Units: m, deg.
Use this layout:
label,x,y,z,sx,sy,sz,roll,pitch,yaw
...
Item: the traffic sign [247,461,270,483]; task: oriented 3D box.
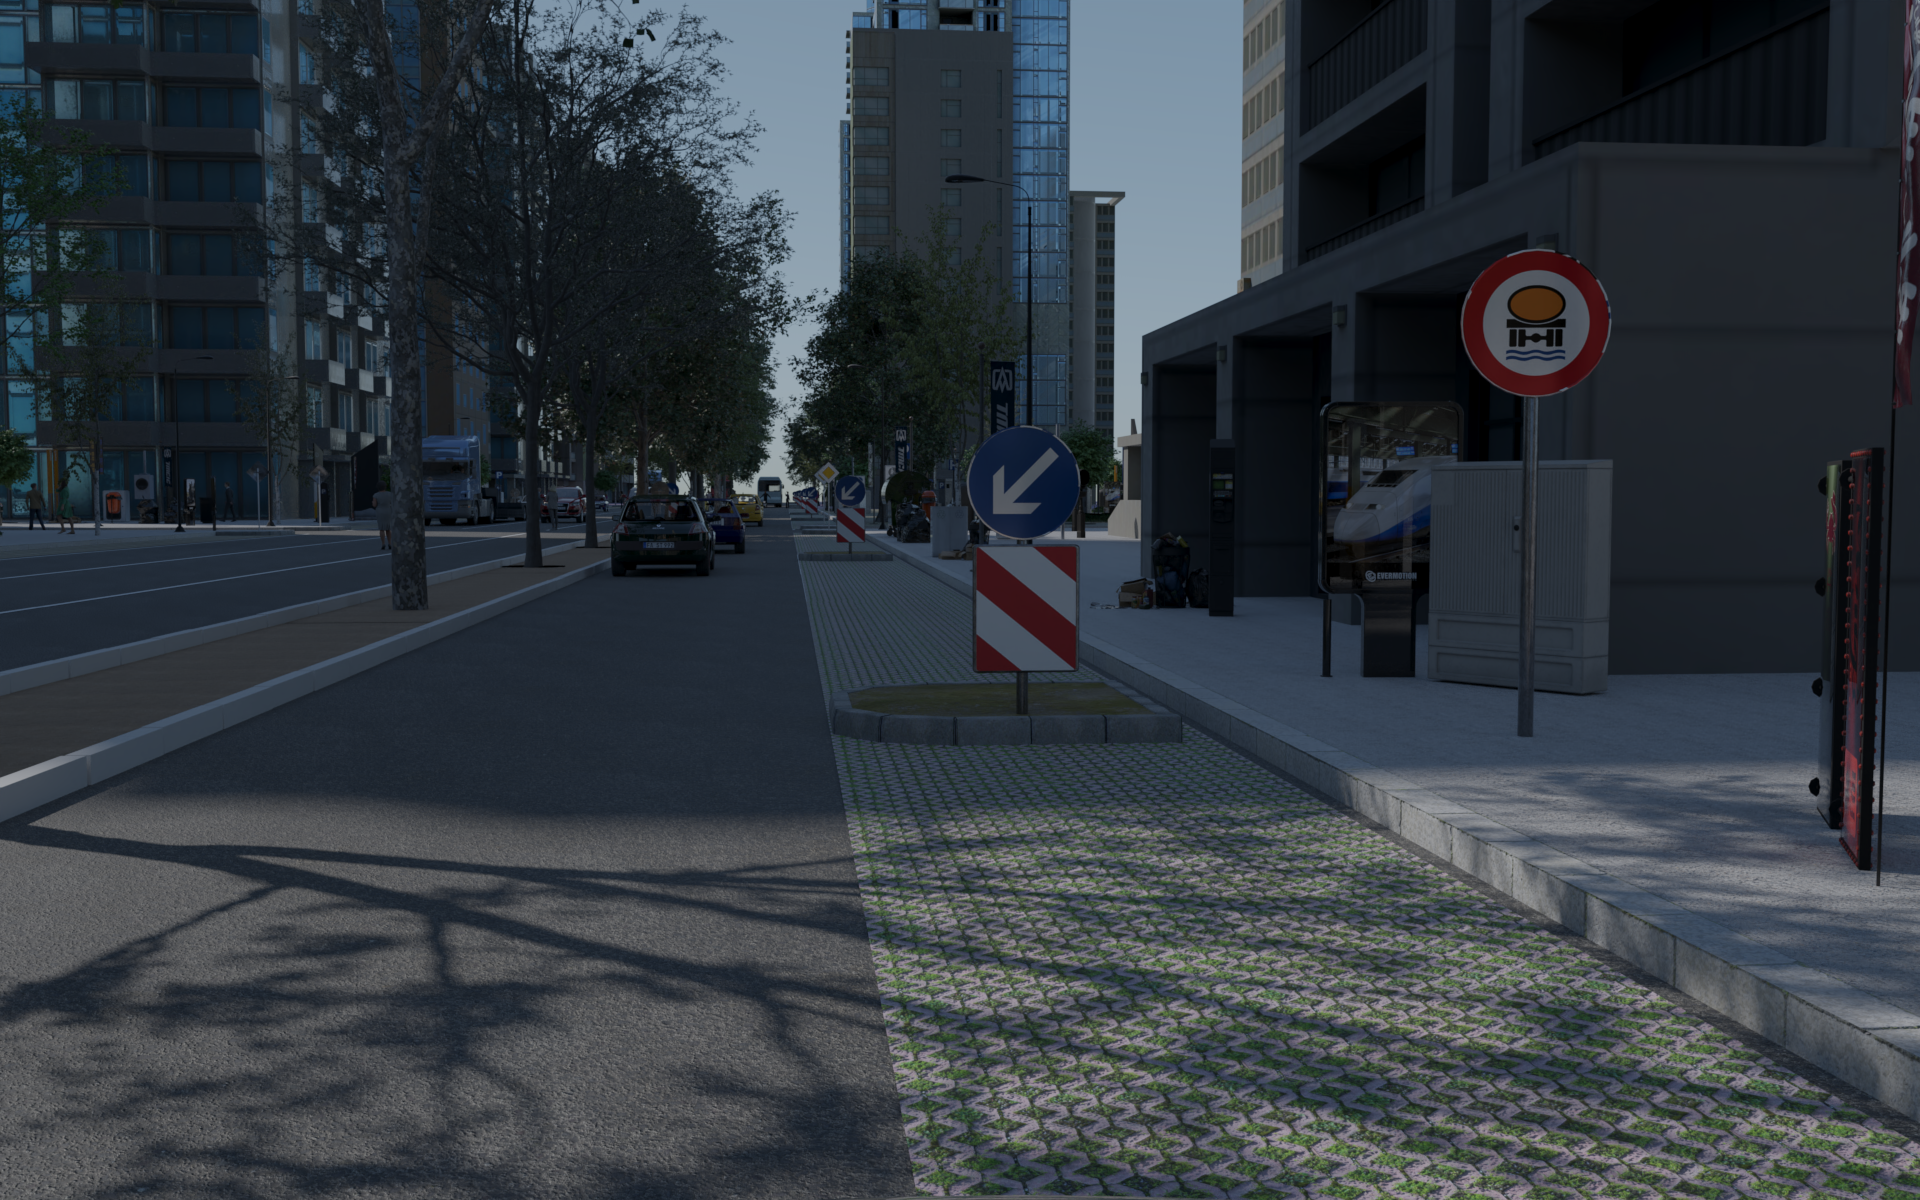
label,x,y,z,sx,sy,sz,roll,pitch,yaw
traffic sign,-24.511,-3.566,60.490,0.795,2.593,0.064,0,4,-6

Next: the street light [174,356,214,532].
label,x,y,z,sx,sy,sz,roll,pitch,yaw
street light,-25.755,-5.242,58.247,1.470,5.913,1.316,0,4,-6

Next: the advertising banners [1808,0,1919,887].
label,x,y,z,sx,sy,sz,roll,pitch,yaw
advertising banners,3.176,-0.604,6.058,0.090,3.025,2.074,1,4,20

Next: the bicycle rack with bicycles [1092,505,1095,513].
label,x,y,z,sx,sy,sz,roll,pitch,yaw
bicycle rack with bicycles,7.041,-5.690,106.413,2.852,0.926,2.925,1,4,19

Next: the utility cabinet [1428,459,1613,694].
label,x,y,z,sx,sy,sz,roll,pitch,yaw
utility cabinet,3.672,-0.169,11.443,0.318,1.500,1.173,-3,4,-39

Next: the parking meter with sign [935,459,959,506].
label,x,y,z,sx,sy,sz,roll,pitch,yaw
parking meter with sign,-0.759,-5.493,86.072,0.543,3.016,1.738,2,4,32

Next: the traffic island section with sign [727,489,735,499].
label,x,y,z,sx,sy,sz,roll,pitch,yaw
traffic island section with sign,-19.077,-8.328,144.297,2.006,1.907,1.989,0,4,-6

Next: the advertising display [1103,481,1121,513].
label,x,y,z,sx,sy,sz,roll,pitch,yaw
advertising display,7.793,-5.113,88.818,0.974,1.923,0.123,-2,4,-27

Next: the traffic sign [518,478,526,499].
label,x,y,z,sx,sy,sz,roll,pitch,yaw
traffic sign,-34.543,-8.354,136.688,0.768,2.556,0.104,0,4,3

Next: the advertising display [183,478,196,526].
label,x,y,z,sx,sy,sz,roll,pitch,yaw
advertising display,-31.194,-3.972,70.153,0.123,1.923,0.974,0,4,-5

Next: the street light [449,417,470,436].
label,x,y,z,sx,sy,sz,roll,pitch,yaw
street light,-30.308,-8.089,104.803,1.470,5.913,1.316,0,4,-6

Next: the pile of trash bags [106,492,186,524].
label,x,y,z,sx,sy,sz,roll,pitch,yaw
pile of trash bags,-35.324,-4.006,75.250,3.447,1.369,1.912,0,4,-2

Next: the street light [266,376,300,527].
label,x,y,z,sx,sy,sz,roll,pitch,yaw
street light,-26.718,-5.861,68.365,1.470,5.913,1.316,0,4,-6

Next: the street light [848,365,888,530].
label,x,y,z,sx,sy,sz,roll,pitch,yaw
street light,-3.322,-5.490,62.307,1.470,5.913,1.316,0,4,-6

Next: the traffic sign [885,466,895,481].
label,x,y,z,sx,sy,sz,roll,pitch,yaw
traffic sign,-2.370,-3.640,61.636,0.606,2.300,0.079,0,4,-4

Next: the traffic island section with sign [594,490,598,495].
label,x,y,z,sx,sy,sz,roll,pitch,yaw
traffic island section with sign,-35.324,-9.730,167.712,1.989,1.847,2.006,0,4,-6

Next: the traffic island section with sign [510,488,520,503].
label,x,y,z,sx,sy,sz,roll,pitch,yaw
traffic island section with sign,-30.338,-6.696,118.109,1.989,1.847,2.006,0,4,-6

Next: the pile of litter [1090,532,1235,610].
label,x,y,z,sx,sy,sz,roll,pitch,yaw
pile of litter,2.291,-0.354,19.749,1.719,0.858,1.176,0,4,3

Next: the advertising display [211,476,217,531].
label,x,y,z,sx,sy,sz,roll,pitch,yaw
advertising display,-26.092,-3.386,60.567,0.123,1.923,0.974,-1,4,-21

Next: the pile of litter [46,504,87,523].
label,x,y,z,sx,sy,sz,roll,pitch,yaw
pile of litter,-39.355,-3.822,76.458,1.719,0.858,1.176,0,4,-3

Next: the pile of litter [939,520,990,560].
label,x,y,z,sx,sy,sz,roll,pitch,yaw
pile of litter,0.182,-1.219,33.888,1.176,0.858,1.719,-1,4,-11

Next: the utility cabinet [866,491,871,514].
label,x,y,z,sx,sy,sz,roll,pitch,yaw
utility cabinet,-6.277,-6.234,110.607,1.173,1.500,0.318,-2,4,-26

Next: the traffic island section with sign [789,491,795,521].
label,x,y,z,sx,sy,sz,roll,pitch,yaw
traffic island section with sign,-8.058,-5.140,92.672,1.989,1.847,2.006,0,4,-6

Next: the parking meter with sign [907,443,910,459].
label,x,y,z,sx,sy,sz,roll,pitch,yaw
parking meter with sign,-1.786,-3.804,58.458,0.543,3.016,1.738,-1,4,-12

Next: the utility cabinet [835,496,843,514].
label,x,y,z,sx,sy,sz,roll,pitch,yaw
utility cabinet,-7.707,-6.109,111.043,0.306,1.237,1.020,1,4,21

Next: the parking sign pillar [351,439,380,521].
label,x,y,z,sx,sy,sz,roll,pitch,yaw
parking sign pillar,-29.007,-5.877,84.557,1.447,3.967,1.447,0,4,-6

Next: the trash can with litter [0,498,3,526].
label,x,y,z,sx,sy,sz,roll,pitch,yaw
trash can with litter,-38.629,-3.515,68.854,1.055,1.170,0.624,-1,4,-22

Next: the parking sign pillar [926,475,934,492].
label,x,y,z,sx,sy,sz,roll,pitch,yaw
parking sign pillar,-2.010,-6.722,98.376,1.447,3.967,1.447,-2,4,-34

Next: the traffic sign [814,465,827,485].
label,x,y,z,sx,sy,sz,roll,pitch,yaw
traffic sign,-5.513,-4.172,70.398,0.795,2.593,0.064,0,4,-6

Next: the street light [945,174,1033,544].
label,x,y,z,sx,sy,sz,roll,pitch,yaw
street light,0.477,-3.230,25.355,1.470,5.913,1.316,0,4,-6

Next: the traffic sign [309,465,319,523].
label,x,y,z,sx,sy,sz,roll,pitch,yaw
traffic sign,-28.385,-4.676,76.557,0.768,2.556,0.104,0,4,0

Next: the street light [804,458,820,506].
label,x,y,z,sx,sy,sz,roll,pitch,yaw
street light,-15.588,-12.973,184.651,1.470,5.913,1.316,0,4,-6

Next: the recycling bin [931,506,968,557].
label,x,y,z,sx,sy,sz,roll,pitch,yaw
recycling bin,-0.224,-1.397,35.396,0.722,1.027,0.722,0,4,-4

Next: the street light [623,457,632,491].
label,x,y,z,sx,sy,sz,roll,pitch,yaw
street light,-41.847,-15.037,218.389,1.470,5.913,1.316,0,4,-6

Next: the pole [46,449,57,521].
label,x,y,z,sx,sy,sz,roll,pitch,yaw
pole,-41.562,-5.216,79.118,0.158,3.312,0.155,0,3,0

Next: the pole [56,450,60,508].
label,x,y,z,sx,sy,sz,roll,pitch,yaw
pole,-41.329,-5.224,79.249,0.158,3.312,0.155,0,3,0

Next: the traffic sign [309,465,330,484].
label,x,y,z,sx,sy,sz,roll,pitch,yaw
traffic sign,-25.310,-4.052,68.435,0.795,2.593,0.064,0,4,-6

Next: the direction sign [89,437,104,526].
label,x,y,z,sx,sy,sz,roll,pitch,yaw
direction sign,-34.215,-4.690,68.677,0.876,3.537,0.379,2,4,31

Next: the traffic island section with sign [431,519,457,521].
label,x,y,z,sx,sy,sz,roll,pitch,yaw
traffic island section with sign,-27.637,-5.056,91.289,1.989,1.847,2.006,0,4,-6

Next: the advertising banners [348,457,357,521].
label,x,y,z,sx,sy,sz,roll,pitch,yaw
advertising banners,-28.632,-5.226,81.627,0.090,3.025,2.074,-2,4,-29

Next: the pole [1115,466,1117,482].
label,x,y,z,sx,sy,sz,roll,pitch,yaw
pole,11.145,-7.954,123.885,0.158,3.312,0.155,0,3,0

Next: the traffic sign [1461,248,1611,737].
label,x,y,z,sx,sy,sz,roll,pitch,yaw
traffic sign,2.996,-0.550,9.102,0.768,2.556,0.104,0,4,3

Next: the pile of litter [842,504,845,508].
label,x,y,z,sx,sy,sz,roll,pitch,yaw
pile of litter,-6.365,-5.256,99.897,1.176,0.858,1.719,-1,4,-17

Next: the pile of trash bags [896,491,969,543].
label,x,y,z,sx,sy,sz,roll,pitch,yaw
pile of trash bags,-0.801,-2.277,46.985,1.912,1.369,3.447,0,4,-4

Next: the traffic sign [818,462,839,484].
label,x,y,z,sx,sy,sz,roll,pitch,yaw
traffic sign,-4.714,-3.686,62.453,0.795,2.593,0.064,0,4,-6

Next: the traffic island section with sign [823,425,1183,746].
label,x,y,z,sx,sy,sz,roll,pitch,yaw
traffic island section with sign,0.190,-0.131,10.764,1.989,1.847,2.006,0,4,-6

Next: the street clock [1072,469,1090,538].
label,x,y,z,sx,sy,sz,roll,pitch,yaw
street clock,3.537,-2.809,50.498,0.471,2.002,0.358,-3,4,-36

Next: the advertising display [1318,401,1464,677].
label,x,y,z,sx,sy,sz,roll,pitch,yaw
advertising display,3.003,-0.421,12.104,0.974,1.923,0.123,0,4,1

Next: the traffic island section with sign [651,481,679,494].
label,x,y,z,sx,sy,sz,roll,pitch,yaw
traffic island section with sign,-11.547,-3.755,69.536,2.006,1.907,1.989,0,4,-6

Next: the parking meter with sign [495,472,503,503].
label,x,y,z,sx,sy,sz,roll,pitch,yaw
parking meter with sign,-35.971,-8.486,134.998,0.543,3.016,1.738,-1,4,-19

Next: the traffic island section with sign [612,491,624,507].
label,x,y,z,sx,sy,sz,roll,pitch,yaw
traffic island section with sign,-38.063,-11.392,194.879,1.989,1.847,2.006,0,4,-6

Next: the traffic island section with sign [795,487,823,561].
label,x,y,z,sx,sy,sz,roll,pitch,yaw
traffic island section with sign,-2.512,-1.771,37.584,1.989,1.847,2.006,0,4,-6

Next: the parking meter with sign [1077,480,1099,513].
label,x,y,z,sx,sy,sz,roll,pitch,yaw
parking meter with sign,5.674,-5.139,80.281,1.738,3.016,0.543,2,4,28

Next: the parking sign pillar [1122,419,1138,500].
label,x,y,z,sx,sy,sz,roll,pitch,yaw
parking sign pillar,6.051,-4.455,61.317,1.447,3.967,1.447,0,4,-1
